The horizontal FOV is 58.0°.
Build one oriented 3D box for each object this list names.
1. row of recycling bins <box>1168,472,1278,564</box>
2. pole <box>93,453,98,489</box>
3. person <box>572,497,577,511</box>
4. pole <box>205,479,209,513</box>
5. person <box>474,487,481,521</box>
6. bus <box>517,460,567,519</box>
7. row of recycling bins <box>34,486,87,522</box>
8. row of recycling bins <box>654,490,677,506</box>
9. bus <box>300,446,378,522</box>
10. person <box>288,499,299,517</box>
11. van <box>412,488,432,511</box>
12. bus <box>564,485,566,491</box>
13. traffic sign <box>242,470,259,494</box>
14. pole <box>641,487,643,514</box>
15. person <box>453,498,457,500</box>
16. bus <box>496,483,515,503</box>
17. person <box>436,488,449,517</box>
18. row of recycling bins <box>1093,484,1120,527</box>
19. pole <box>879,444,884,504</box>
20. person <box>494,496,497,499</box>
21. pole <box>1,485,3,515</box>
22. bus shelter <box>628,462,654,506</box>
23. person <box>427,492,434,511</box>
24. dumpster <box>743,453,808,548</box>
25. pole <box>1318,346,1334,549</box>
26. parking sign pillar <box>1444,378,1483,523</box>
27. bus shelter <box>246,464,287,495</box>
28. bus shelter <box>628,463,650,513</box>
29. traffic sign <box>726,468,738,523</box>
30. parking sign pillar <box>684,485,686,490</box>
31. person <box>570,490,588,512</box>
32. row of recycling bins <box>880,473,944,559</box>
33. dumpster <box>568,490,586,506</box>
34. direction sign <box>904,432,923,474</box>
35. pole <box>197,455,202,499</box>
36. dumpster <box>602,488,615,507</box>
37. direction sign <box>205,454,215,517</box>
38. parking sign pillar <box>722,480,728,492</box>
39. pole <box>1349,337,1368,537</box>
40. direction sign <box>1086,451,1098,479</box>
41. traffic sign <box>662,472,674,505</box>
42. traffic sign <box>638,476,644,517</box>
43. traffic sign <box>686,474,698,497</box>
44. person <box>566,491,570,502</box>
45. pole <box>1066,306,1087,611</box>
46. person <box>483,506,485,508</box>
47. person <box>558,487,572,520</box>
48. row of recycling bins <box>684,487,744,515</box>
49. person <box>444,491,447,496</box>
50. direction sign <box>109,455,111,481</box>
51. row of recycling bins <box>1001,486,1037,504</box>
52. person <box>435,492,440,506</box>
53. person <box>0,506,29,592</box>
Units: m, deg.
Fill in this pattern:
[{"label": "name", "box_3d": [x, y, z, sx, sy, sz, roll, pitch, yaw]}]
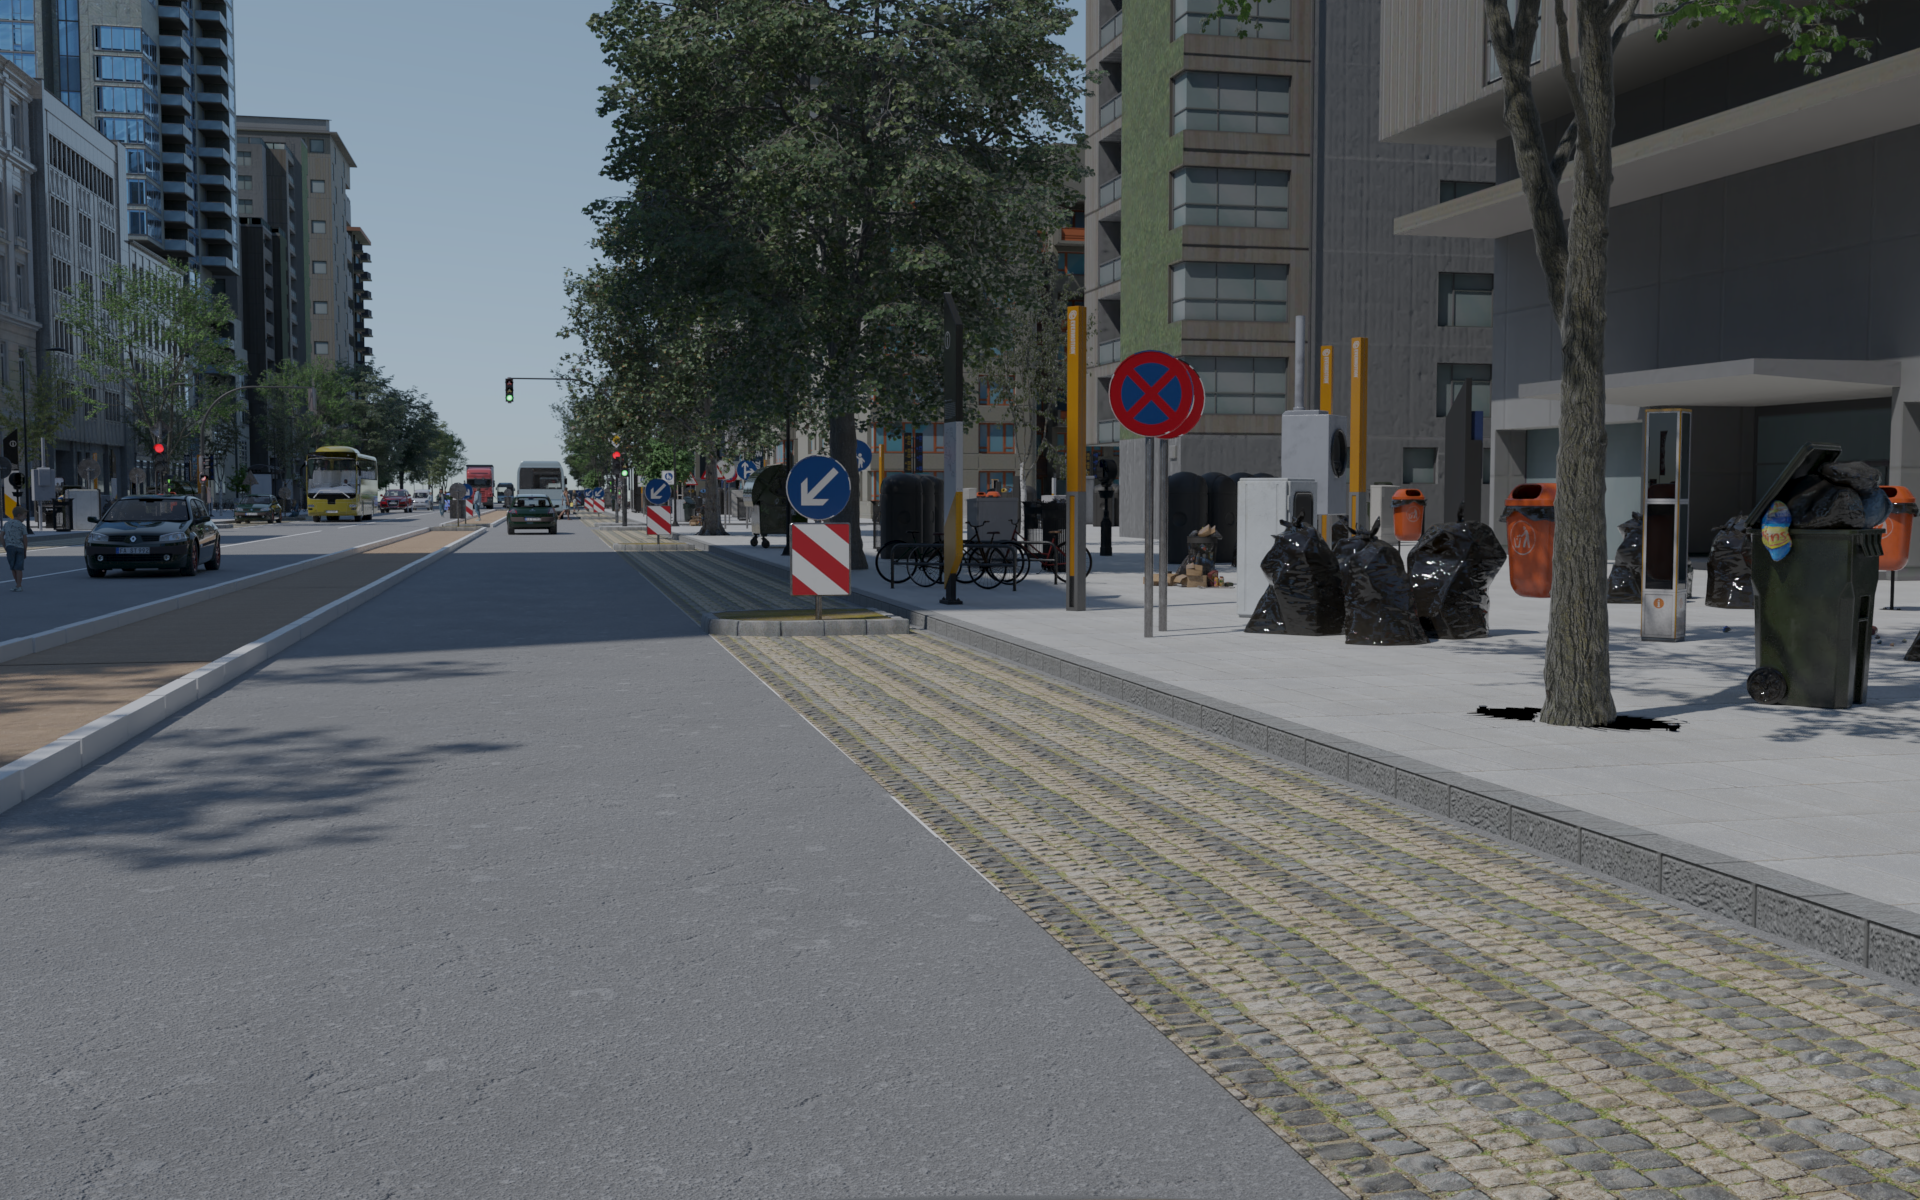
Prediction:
[{"label": "row of recycling bins", "box_3d": [5.063, -1.578, 32.913, 1.069, 1.692, 3.534, 3, 5, 41]}, {"label": "pole", "box_3d": [-42.913, -5.637, 86.012, 0.158, 3.312, 0.155, 0, 3, 0]}, {"label": "person", "box_3d": [-28.993, -7.161, 130.265, 0.352, 1.250, 0.332, -1, 4, -11]}, {"label": "pole", "box_3d": [-41.137, -6.158, 94.519, 0.158, 3.312, 0.155, 0, 3, 0]}, {"label": "person", "box_3d": [-25.703, -5.115, 92.395, 0.793, 1.790, 0.793, -2, 4, -28]}, {"label": "bus", "box_3d": [-24.733, -6.584, 102.513, 2.948, 3.499, 13.247, -1, 4, -13]}, {"label": "row of recycling bins", "box_3d": [-41.709, -4.479, 80.340, 1.069, 1.692, 3.534, 0, 4, 4]}, {"label": "row of recycling bins", "box_3d": [-24.274, -8.518, 146.382, 3.534, 1.692, 1.069, -1, 4, -17]}, {"label": "bus", "box_3d": [-32.870, -6.163, 92.320, 2.896, 3.916, 12.252, -1, 4, -14]}, {"label": "person", "box_3d": [-38.565, -5.275, 100.240, 1.012, 1.151, 0.738, 3, 5, 43]}, {"label": "van", "box_3d": [-47.227, -8.864, 151.940, 2.013, 2.044, 4.112, -1, 4, -12]}, {"label": "bus", "box_3d": [-38.509, -10.286, 163.029, 2.948, 3.499, 13.247, -1, 4, -14]}, {"label": "traffic sign", "box_3d": [-38.894, -5.808, 94.966, 0.884, 2.594, 0.081, -1, 4, -11]}, {"label": "pole", "box_3d": [-20.660, -7.276, 112.810, 0.158, 3.312, 0.155, 0, 3, 0]}, {"label": "person", "box_3d": [-29.464, -5.658, 101.356, 0.624, 1.780, 0.694, 0, 4, 0]}, {"label": "bus", "box_3d": [-71.406, -16.957, 272.112, 2.948, 3.499, 13.247, -1, 4, -15]}, {"label": "person", "box_3d": [-31.825, -5.962, 106.333, 0.721, 1.781, 0.623, 3, 4, 37]}, {"label": "row of recycling bins", "box_3d": [6.414, -3.785, 68.996, 1.069, 1.692, 3.534, 3, 4, 38]}, {"label": "pole", "box_3d": [-3.206, -4.712, 70.888, 0.158, 3.312, 0.155, 0, 3, 0]}, {"label": "person", "box_3d": [-47.520, -10.197, 175.160, 1.348, 1.831, 0.705, -2, 4, -24]}, {"label": "pole", "box_3d": [-32.854, -3.995, 59.168, 0.158, 3.312, 0.155, 0, 3, 0]}, {"label": "bus shelter", "box_3d": [-23.607, -8.382, 128.335, 1.731, 3.624, 6.357, -1, 4, -13]}, {"label": "person", "box_3d": [-44.289, -8.234, 144.944, 0.330, 1.601, 0.589, 3, 5, 43]}, {"label": "dumpster", "box_3d": [-4.359, -2.391, 41.589, 1.502, 2.255, 1.985, -1, 4, -13]}, {"label": "pole", "box_3d": [5.060, -1.842, 23.952, 0.158, 3.312, 0.155, 0, 3, 0]}, {"label": "parking sign pillar", "box_3d": [11.887, -3.208, 40.928, 1.447, 3.967, 1.447, 0, 4, -5]}, {"label": "bus shelter", "box_3d": [-47.722, -7.658, 119.124, 2.014, 3.302, 5.546, -1, 4, -13]}, {"label": "bus shelter", "box_3d": [-21.935, -8.710, 120.033, 2.179, 5.291, 8.768, -1, 4, -13]}, {"label": "traffic sign", "box_3d": [-10.220, -4.685, 76.699, 0.768, 2.556, 0.104, -1, 4, -13]}, {"label": "parking sign pillar", "box_3d": [-20.465, -8.505, 127.533, 1.447, 3.967, 1.447, 0, 4, -1]}, {"label": "person", "box_3d": [-30.994, -8.098, 141.121, 1.509, 1.804, 0.699, -1, 4, -18]}, {"label": "row of recycling bins", "box_3d": [-0.891, -1.750, 35.724, 1.069, 1.692, 3.534, 1, 4, 10]}, {"label": "dumpster", "box_3d": [-38.863, -10.254, 175.864, 1.865, 1.857, 1.264, -1, 4, -11]}, {"label": "direction sign", "box_3d": [-1.720, -4.397, 63.882, 0.876, 3.537, 0.379, -3, 5, -40]}, {"label": "pole", "box_3d": [-39.295, -5.851, 89.511, 0.158, 3.312, 0.155, 0, 3, 0]}, {"label": "dumpster", "box_3d": [-29.502, -8.580, 146.044, 1.264, 1.857, 1.865, -1, 4, -13]}, {"label": "direction sign", "box_3d": [-42.412, -6.481, 97.966, 0.876, 3.537, 0.379, 3, 5, 40]}, {"label": "parking sign pillar", "box_3d": [-20.165, -9.821, 149.046, 1.447, 3.967, 1.447, -1, 4, -18]}, {"label": "pole", "box_3d": [5.216, -1.764, 22.690, 0.158, 3.312, 0.155, 0, 3, 0]}, {"label": "direction sign", "box_3d": [6.919, -6.076, 91.341, 0.876, 3.537, 0.379, -2, 4, -32]}, {"label": "traffic sign", "box_3d": [-12.904, -4.568, 76.821, 0.606, 2.300, 0.079, 0, 4, -5]}, {"label": "traffic sign", "box_3d": [-17.947, -5.878, 98.235, 0.606, 2.300, 0.079, -1, 4, -9]}, {"label": "traffic sign", "box_3d": [-15.826, -6.224, 101.773, 0.884, 2.594, 0.081, 0, 4, -5]}, {"label": "person", "box_3d": [-33.516, -8.473, 147.789, 0.466, 1.731, 0.760, -1, 4, -22]}, {"label": "pole", "box_3d": [1.274, -1.534, 18.930, 0.158, 3.312, 0.155, 0, 3, 0]}, {"label": "person", "box_3d": [-49.069, -10.431, 178.984, 1.348, 1.831, 0.705, -2, 4, -24]}, {"label": "person", "box_3d": [-21.513, -5.251, 94.444, 0.778, 1.811, 0.616, -2, 4, -35]}, {"label": "row of recycling bins", "box_3d": [-15.358, -6.105, 106.935, 3.534, 1.692, 1.069, 0, 4, 7]}, {"label": "person", "box_3d": [-45.403, -8.768, 152.572, 0.721, 1.743, 1.217, 3, 4, 38]}, {"label": "direction sign", "box_3d": [-49.191, -6.643, 100.609, 0.379, 3.537, 0.876, 0, 4, -6]}, {"label": "row of recycling bins", "box_3d": [2.925, -4.857, 86.532, 1.069, 1.692, 3.534, -1, 4, -19]}, {"label": "person", "box_3d": [-62.091, -12.060, 206.475, 0.721, 1.735, 1.217, 3, 4, 37]}, {"label": "person", "box_3d": [-13.905, -0.752, 25.485, 0.332, 1.250, 0.352, 1, 4, 20]}]
